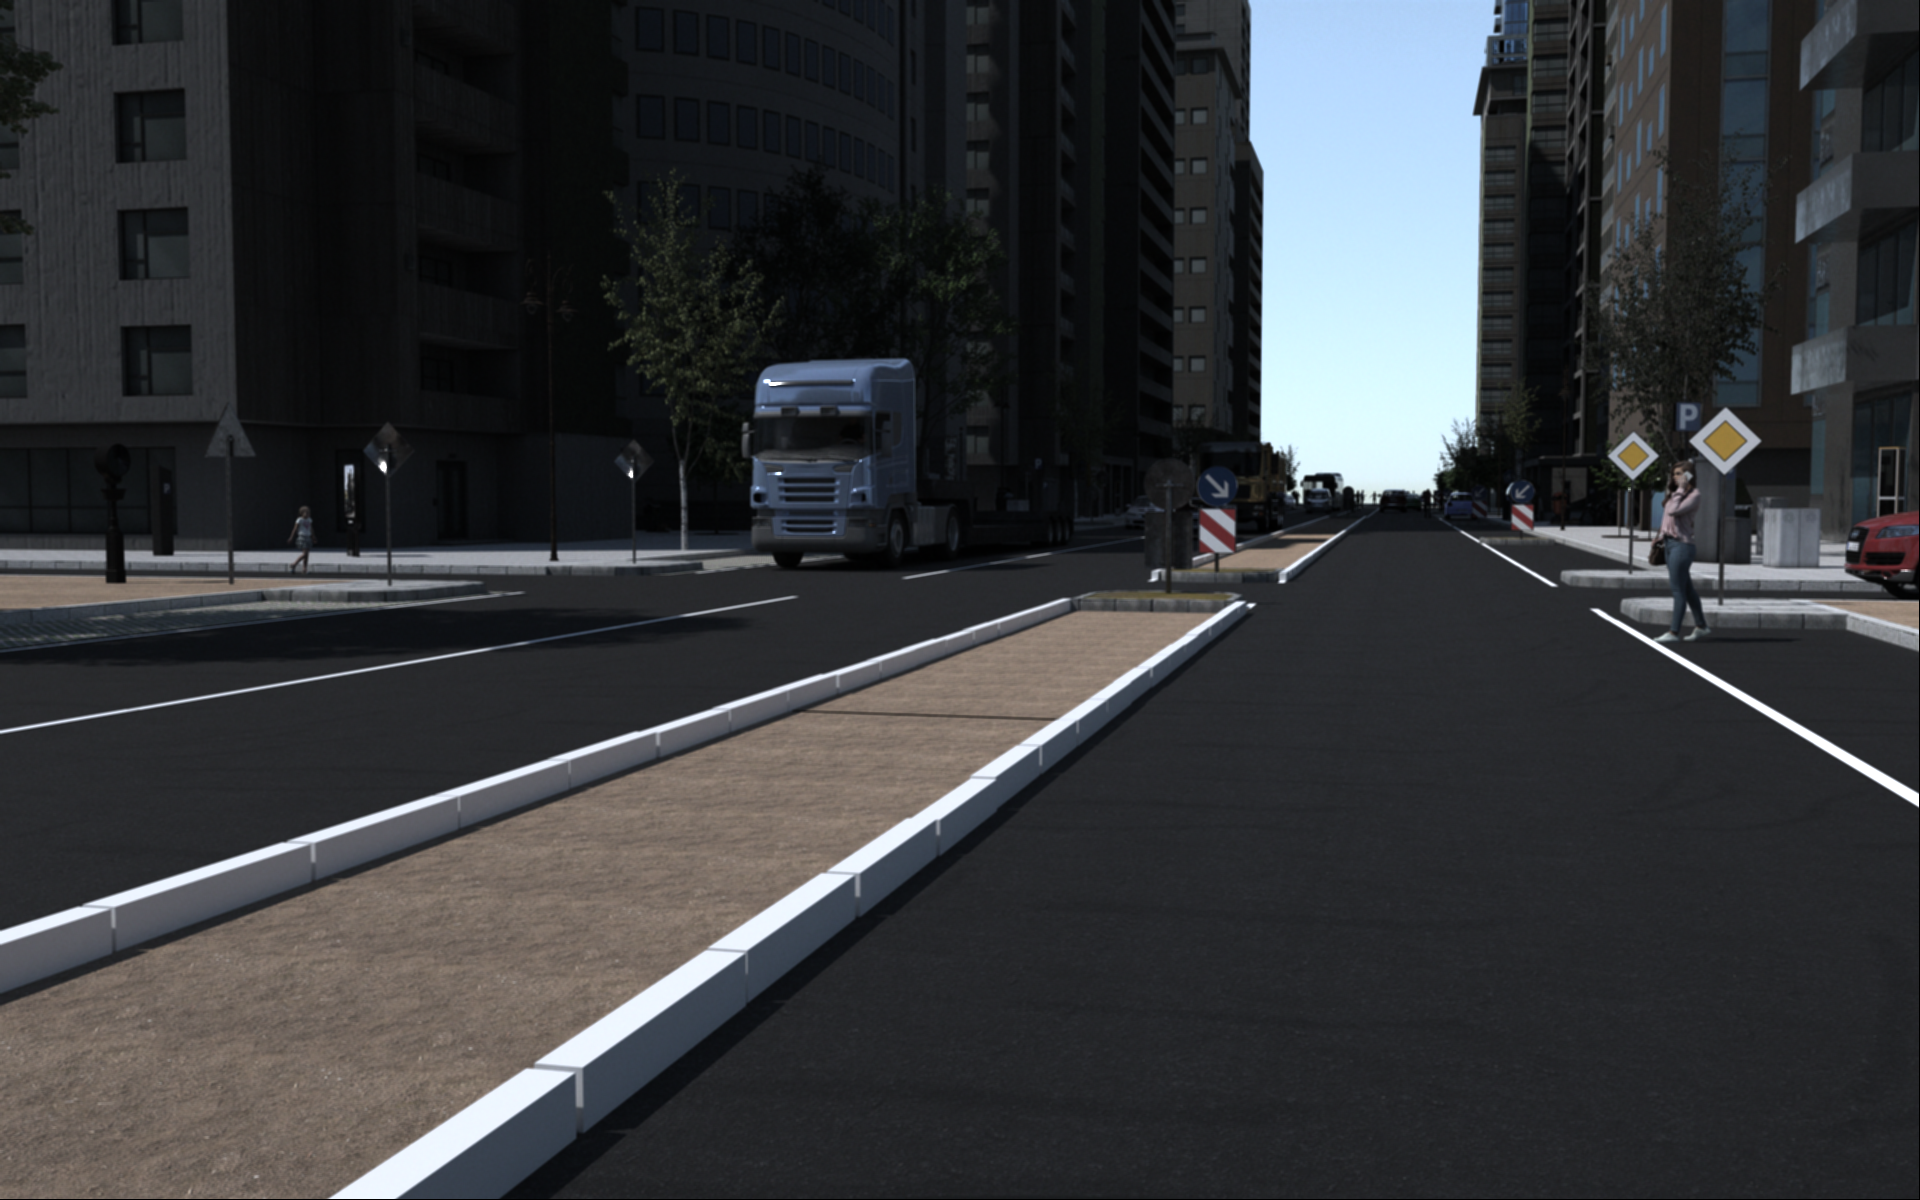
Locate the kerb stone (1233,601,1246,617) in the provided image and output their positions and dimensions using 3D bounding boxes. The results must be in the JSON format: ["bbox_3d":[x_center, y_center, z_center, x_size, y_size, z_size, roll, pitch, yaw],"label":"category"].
[{"bbox_3d":[3.250,0.120,20.278,0.120,0.150,1.000,1,4,14],"label":"kerb stone"}]

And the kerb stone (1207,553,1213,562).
[{"bbox_3d":[5.130,-0.859,36.240,0.120,0.150,1.000,1,4,14],"label":"kerb stone"}]

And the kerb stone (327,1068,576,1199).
[{"bbox_3d":[-1.033,1.152,3.377,0.120,0.150,1.000,1,4,14],"label":"kerb stone"}]

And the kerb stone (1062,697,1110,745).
[{"bbox_3d":[0.737,0.727,10.343,0.120,0.150,1.000,1,4,14],"label":"kerb stone"}]

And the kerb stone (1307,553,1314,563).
[{"bbox_3d":[7.156,-0.827,35.720,0.120,0.150,1.000,1,4,14],"label":"kerb stone"}]

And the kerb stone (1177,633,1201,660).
[{"bbox_3d":[1.990,0.428,15.311,0.120,0.150,1.000,1,4,14],"label":"kerb stone"}]

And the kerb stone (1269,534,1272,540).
[{"bbox_3d":[9.392,-1.892,53.130,0.120,0.150,1.000,1,4,14],"label":"kerb stone"}]

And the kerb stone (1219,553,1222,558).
[{"bbox_3d":[5.620,-0.980,38.225,0.120,0.150,1.000,1,4,14],"label":"kerb stone"}]

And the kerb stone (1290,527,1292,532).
[{"bbox_3d":[11.909,-2.499,63.051,0.120,0.150,1.000,1,4,14],"label":"kerb stone"}]

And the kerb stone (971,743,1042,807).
[{"bbox_3d":[0.225,0.847,8.348,0.120,0.150,1.000,1,4,14],"label":"kerb stone"}]

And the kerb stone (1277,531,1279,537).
[{"bbox_3d":[10.148,-2.074,56.109,0.120,0.150,1.000,1,4,14],"label":"kerb stone"}]

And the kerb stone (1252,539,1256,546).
[{"bbox_3d":[7.882,-1.525,47.168,0.120,0.150,1.000,1,4,14],"label":"kerb stone"}]

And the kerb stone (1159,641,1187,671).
[{"bbox_3d":[1.739,0.482,14.320,0.120,0.150,1.000,1,4,14],"label":"kerb stone"}]

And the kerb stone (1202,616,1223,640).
[{"bbox_3d":[2.494,0.299,17.299,0.120,0.150,1.000,1,4,14],"label":"kerb stone"}]

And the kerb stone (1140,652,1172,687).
[{"bbox_3d":[1.489,0.543,13.321,0.120,0.150,1.000,1,4,14],"label":"kerb stone"}]

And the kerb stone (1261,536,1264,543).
[{"bbox_3d":[8.636,-1.710,50.152,0.120,0.150,1.000,1,4,14],"label":"kerb stone"}]

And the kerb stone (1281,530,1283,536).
[{"bbox_3d":[10.645,-2.196,58.092,0.120,0.150,1.000,1,4,14],"label":"kerb stone"}]

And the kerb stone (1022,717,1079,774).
[{"bbox_3d":[0.482,0.786,9.351,0.120,0.150,1.000,1,4,14],"label":"kerb stone"}]

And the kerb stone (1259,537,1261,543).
[{"bbox_3d":[8.386,-1.649,49.161,0.120,0.150,1.000,1,4,14],"label":"kerb stone"}]

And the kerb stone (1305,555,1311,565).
[{"bbox_3d":[6.900,-0.767,34.731,0.120,0.150,1.000,1,4,14],"label":"kerb stone"}]

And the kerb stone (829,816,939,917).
[{"bbox_3d":[-0.274,0.968,6.362,0.120,0.150,1.000,1,4,14],"label":"kerb stone"}]

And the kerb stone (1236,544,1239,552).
[{"bbox_3d":[6.637,-1.223,42.194,0.120,0.150,1.000,1,4,14],"label":"kerb stone"}]

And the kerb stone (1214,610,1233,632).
[{"bbox_3d":[2.746,0.239,18.290,0.120,0.150,1.000,1,4,14],"label":"kerb stone"}]

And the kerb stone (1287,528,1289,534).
[{"bbox_3d":[11.404,-2.377,61.066,0.120,0.150,1.000,1,4,14],"label":"kerb stone"}]

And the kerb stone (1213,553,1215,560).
[{"bbox_3d":[5.372,-0.917,37.233,0.120,0.150,1.000,1,4,14],"label":"kerb stone"}]

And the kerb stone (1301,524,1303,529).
[{"bbox_3d":[13.665,-2.925,70.023,0.120,0.150,1.000,1,4,14],"label":"kerb stone"}]

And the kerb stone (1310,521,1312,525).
[{"bbox_3d":[15.430,-3.349,76.973,0.120,0.150,1.000,1,4,14],"label":"kerb stone"}]

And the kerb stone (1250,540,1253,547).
[{"bbox_3d":[7.637,-1.464,46.175,0.120,0.150,1.000,1,4,14],"label":"kerb stone"}]

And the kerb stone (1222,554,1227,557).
[{"bbox_3d":[5.877,-1.038,39.220,0.120,0.150,1.000,1,4,14],"label":"kerb stone"}]

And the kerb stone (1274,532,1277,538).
[{"bbox_3d":[9.900,-2.013,55.114,0.120,0.150,1.000,1,4,14],"label":"kerb stone"}]

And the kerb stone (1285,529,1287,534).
[{"bbox_3d":[11.148,-2.317,60.077,0.120,0.150,1.000,1,4,14],"label":"kerb stone"}]

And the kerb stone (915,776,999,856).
[{"bbox_3d":[-0.015,0.913,7.352,0.120,0.150,1.000,1,4,14],"label":"kerb stone"}]

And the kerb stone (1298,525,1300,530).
[{"bbox_3d":[13.160,-2.801,68.034,0.120,0.150,1.000,1,4,14],"label":"kerb stone"}]

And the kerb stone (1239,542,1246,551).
[{"bbox_3d":[7.136,-1.345,44.190,0.120,0.150,1.000,1,4,14],"label":"kerb stone"}]

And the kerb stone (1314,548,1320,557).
[{"bbox_3d":[7.908,-1.007,38.695,0.120,0.150,1.000,1,4,14],"label":"kerb stone"}]

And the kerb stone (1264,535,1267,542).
[{"bbox_3d":[8.893,-1.771,51.147,0.120,0.150,1.000,1,4,14],"label":"kerb stone"}]

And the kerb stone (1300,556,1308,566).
[{"bbox_3d":[6.648,-0.706,33.741,0.120,0.150,1.000,1,4,14],"label":"kerb stone"}]

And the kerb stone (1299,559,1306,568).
[{"bbox_3d":[6.398,-0.638,32.750,0.120,0.150,1.000,1,4,14],"label":"kerb stone"}]

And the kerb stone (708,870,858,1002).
[{"bbox_3d":[-0.533,1.029,5.368,0.120,0.150,1.000,1,4,14],"label":"kerb stone"}]

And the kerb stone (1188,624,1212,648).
[{"bbox_3d":[2.236,0.360,16.303,0.120,0.150,1.000,1,4,14],"label":"kerb stone"}]

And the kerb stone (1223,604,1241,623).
[{"bbox_3d":[2.994,0.178,19.286,0.120,0.150,1.000,1,4,14],"label":"kerb stone"}]

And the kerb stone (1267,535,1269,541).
[{"bbox_3d":[9.142,-1.831,52.139,0.120,0.150,1.000,1,4,14],"label":"kerb stone"}]

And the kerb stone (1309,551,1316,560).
[{"bbox_3d":[7.414,-0.885,36.711,0.120,0.150,1.000,1,4,14],"label":"kerb stone"}]

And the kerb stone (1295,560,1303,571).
[{"bbox_3d":[6.157,-0.585,31.752,0.120,0.150,1.000,1,4,14],"label":"kerb stone"}]

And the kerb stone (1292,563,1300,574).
[{"bbox_3d":[5.911,-0.524,30.760,0.120,0.150,1.000,1,4,14],"label":"kerb stone"}]

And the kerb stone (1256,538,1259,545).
[{"bbox_3d":[8.137,-1.585,48.165,0.120,0.150,1.000,1,4,14],"label":"kerb stone"}]

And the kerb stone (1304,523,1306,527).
[{"bbox_3d":[14.175,-3.047,72.011,0.120,0.150,1.000,1,4,14],"label":"kerb stone"}]

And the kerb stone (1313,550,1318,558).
[{"bbox_3d":[7.652,-0.949,37.705,0.120,0.150,1.000,1,4,14],"label":"kerb stone"}]

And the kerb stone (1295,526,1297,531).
[{"bbox_3d":[12.661,-2.681,66.037,0.120,0.150,1.000,1,4,14],"label":"kerb stone"}]

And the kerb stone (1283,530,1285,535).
[{"bbox_3d":[10.894,-2.256,59.083,0.120,0.150,1.000,1,4,14],"label":"kerb stone"}]

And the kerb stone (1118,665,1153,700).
[{"bbox_3d":[1.228,0.606,12.333,0.120,0.150,1.000,1,4,14],"label":"kerb stone"}]

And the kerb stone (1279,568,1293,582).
[{"bbox_3d":[5.393,-0.398,28.779,0.120,0.150,1.000,1,4,14],"label":"kerb stone"}]

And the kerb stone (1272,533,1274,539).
[{"bbox_3d":[9.645,-1.953,54.124,0.120,0.150,1.000,1,4,14],"label":"kerb stone"}]

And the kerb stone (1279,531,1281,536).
[{"bbox_3d":[10.397,-2.133,57.100,0.120,0.150,1.000,1,4,14],"label":"kerb stone"}]

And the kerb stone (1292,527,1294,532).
[{"bbox_3d":[12.154,-2.558,64.047,0.120,0.150,1.000,1,4,14],"label":"kerb stone"}]

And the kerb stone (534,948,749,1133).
[{"bbox_3d":[-0.779,1.090,4.376,0.120,0.150,1.000,1,4,14],"label":"kerb stone"}]

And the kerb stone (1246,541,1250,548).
[{"bbox_3d":[7.388,-1.406,45.184,0.120,0.150,1.000,1,4,14],"label":"kerb stone"}]

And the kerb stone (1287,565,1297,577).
[{"bbox_3d":[5.655,-0.463,29.770,0.120,0.150,1.000,1,4,14],"label":"kerb stone"}]

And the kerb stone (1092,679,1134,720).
[{"bbox_3d":[0.987,0.665,11.339,0.120,0.150,1.000,1,4,14],"label":"kerb stone"}]
